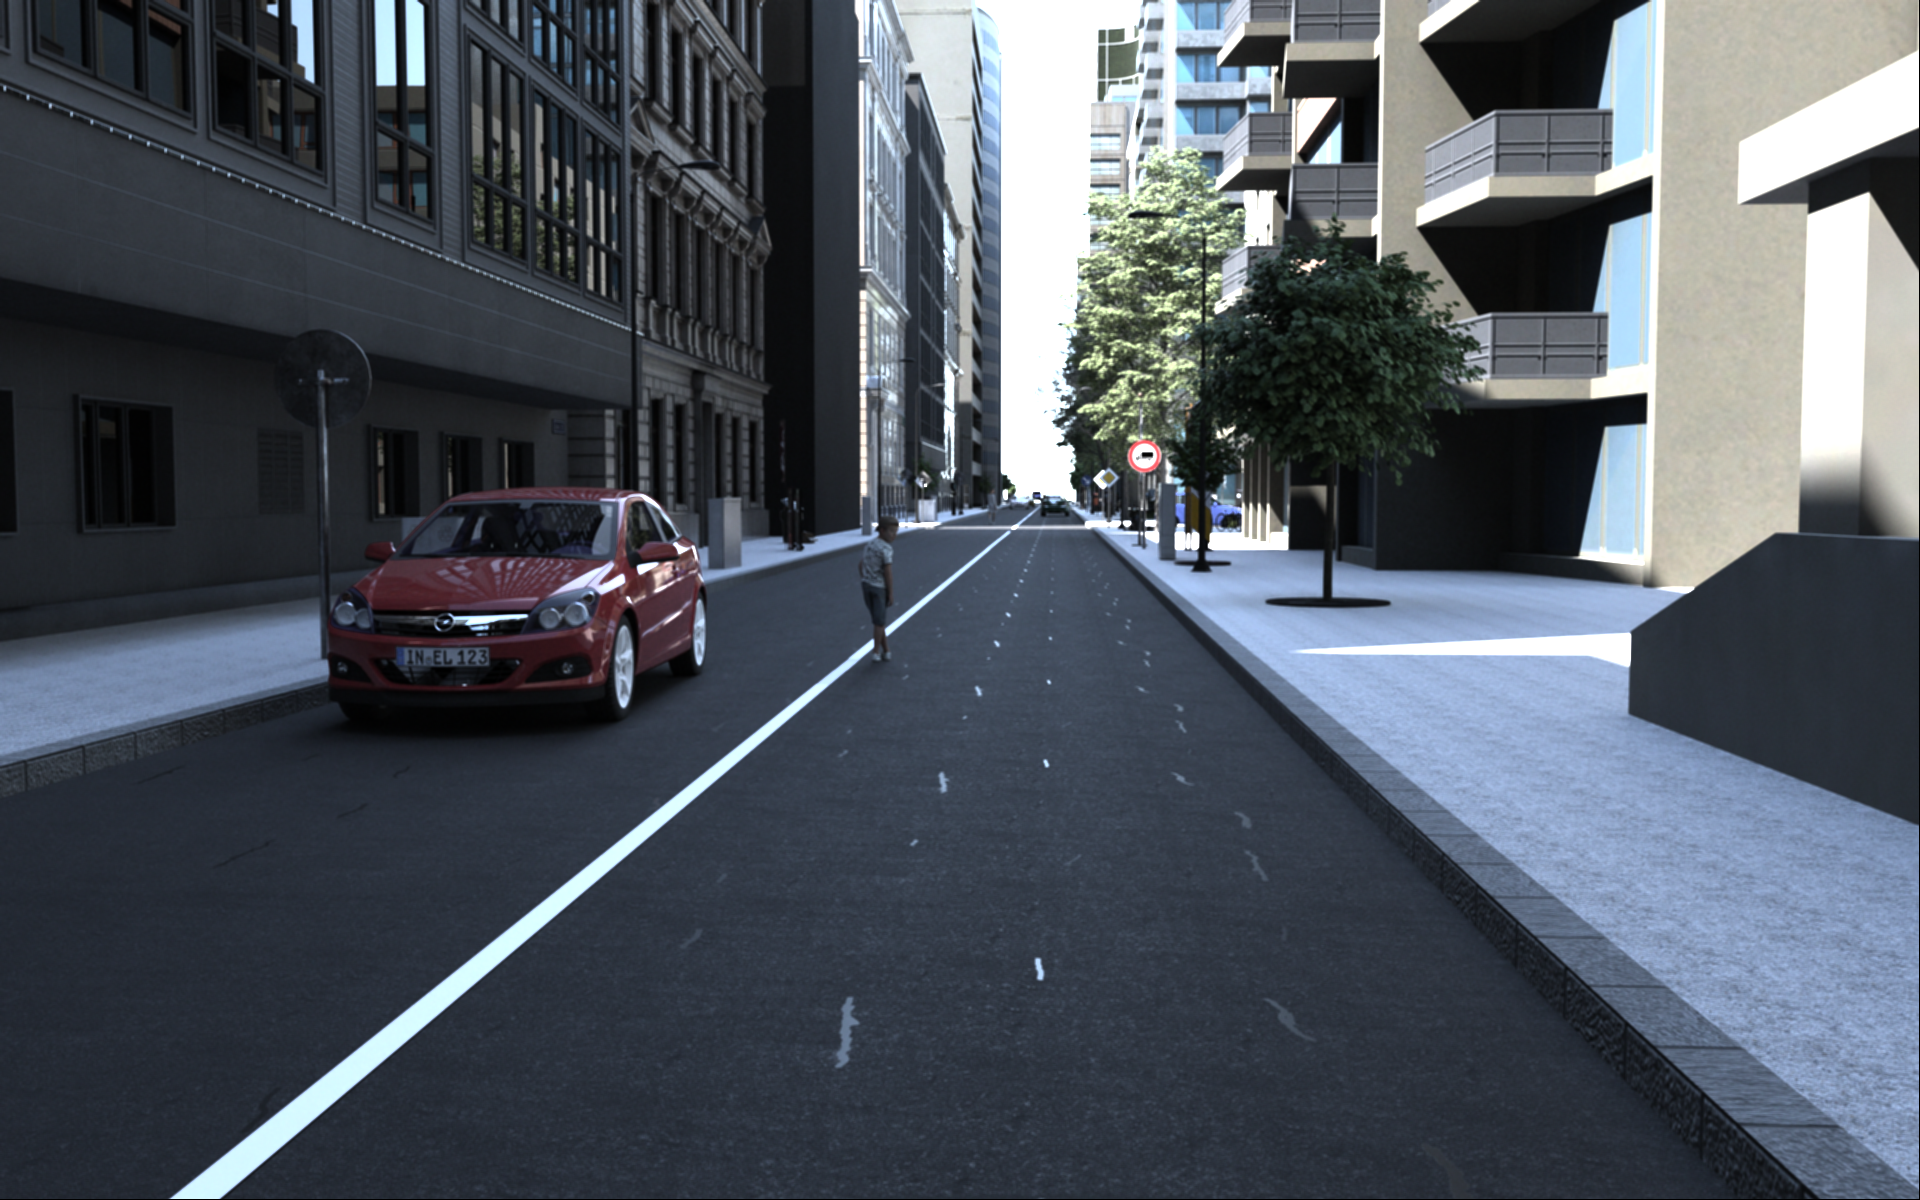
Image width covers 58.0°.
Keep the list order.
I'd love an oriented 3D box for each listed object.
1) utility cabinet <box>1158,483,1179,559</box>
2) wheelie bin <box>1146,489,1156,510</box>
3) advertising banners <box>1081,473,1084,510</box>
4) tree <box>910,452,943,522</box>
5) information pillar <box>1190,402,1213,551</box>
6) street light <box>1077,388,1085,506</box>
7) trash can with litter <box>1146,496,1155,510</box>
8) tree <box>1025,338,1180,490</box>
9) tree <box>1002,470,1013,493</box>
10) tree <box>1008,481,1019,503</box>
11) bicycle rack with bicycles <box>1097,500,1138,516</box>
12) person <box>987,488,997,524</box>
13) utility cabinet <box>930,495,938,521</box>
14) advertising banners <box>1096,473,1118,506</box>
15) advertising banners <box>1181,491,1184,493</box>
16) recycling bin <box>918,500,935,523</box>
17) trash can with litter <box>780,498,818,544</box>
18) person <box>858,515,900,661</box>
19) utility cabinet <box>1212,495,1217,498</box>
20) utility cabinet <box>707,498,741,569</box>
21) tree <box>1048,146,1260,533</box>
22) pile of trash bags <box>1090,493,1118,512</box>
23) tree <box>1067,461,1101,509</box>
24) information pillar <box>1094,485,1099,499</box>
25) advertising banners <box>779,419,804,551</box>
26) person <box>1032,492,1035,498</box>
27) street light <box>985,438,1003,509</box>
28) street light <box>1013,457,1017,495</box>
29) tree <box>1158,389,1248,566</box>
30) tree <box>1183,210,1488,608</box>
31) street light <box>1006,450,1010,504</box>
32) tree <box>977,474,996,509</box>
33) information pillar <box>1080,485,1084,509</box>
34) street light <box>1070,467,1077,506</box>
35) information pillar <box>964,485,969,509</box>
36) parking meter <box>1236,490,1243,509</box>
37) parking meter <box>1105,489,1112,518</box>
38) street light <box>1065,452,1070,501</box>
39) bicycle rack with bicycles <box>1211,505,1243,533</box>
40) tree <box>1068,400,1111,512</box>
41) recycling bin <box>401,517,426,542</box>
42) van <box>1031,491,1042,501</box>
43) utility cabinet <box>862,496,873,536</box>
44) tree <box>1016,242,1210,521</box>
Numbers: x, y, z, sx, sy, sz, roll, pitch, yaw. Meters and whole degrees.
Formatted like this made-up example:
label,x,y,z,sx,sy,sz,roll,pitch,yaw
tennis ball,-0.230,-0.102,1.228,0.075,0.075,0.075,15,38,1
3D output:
label,x,y,z,sx,sy,sz,roll,pitch,yaw
utility cabinet,4.101,-1.563,34.227,0.318,1.500,1.173,0,4,4
wheelie bin,12.297,-6.289,110.732,0.980,1.594,0.693,-1,4,-18
advertising banners,9.936,-8.817,140.338,0.090,3.025,2.074,1,4,10
tree,-1.585,-5.150,78.800,1.663,3.219,1.824,0,3,0
information pillar,5.434,-2.911,38.952,0.504,3.616,0.183,-1,4,-18
street light,5.976,-6.308,75.676,1.470,5.913,1.316,0,4,3
trash can with litter,12.091,-5.985,109.236,1.055,1.170,0.624,-3,5,-40
tree,8.053,-9.824,95.029,8.767,10.594,7.601,-1,4,-13
tree,5.319,-14.742,224.752,4.285,4.588,4.351,0,3,0
tree,7.839,-15.869,254.059,1.663,3.219,1.824,0,3,0
bicycle rack with bicycles,9.266,-5.433,102.216,2.852,0.926,2.925,0,4,-7
person,1.521,-4.447,81.966,0.466,1.731,0.760,0,4,6
utility cabinet,-1.242,-4.363,82.500,0.306,1.237,1.020,0,4,-5
advertising banners,12.004,-8.852,140.916,2.074,3.025,0.090,-1,4,-19
advertising banners,13.587,-6.659,105.066,0.090,3.025,2.074,0,4,-1
recycling bin,-1.479,-3.919,76.635,0.722,1.027,0.722,0,4,2
trash can with litter,-4.182,-2.071,45.242,1.055,1.170,0.624,2,4,32
person,-0.696,-0.106,14.912,0.352,1.250,0.332,0,4,-5
utility cabinet,14.900,-5.684,104.094,1.020,1.237,0.306,0,4,-4
utility cabinet,-4.093,-1.159,30.105,0.306,1.237,1.020,1,4,10
tree,6.803,-8.468,56.586,7.486,12.596,7.792,0,3,0
pile of trash bags,10.221,-7.031,124.703,1.912,1.369,3.447,1,4,23
tree,10.827,-10.171,150.003,4.285,4.588,4.351,0,3,0
information pillar,10.798,-8.104,136.985,0.304,2.012,0.304,-1,4,-9
advertising banners,-3.887,-2.668,39.813,0.090,3.025,2.074,-1,4,-19
person,9.836,-13.719,233.614,0.445,1.727,0.742,2,4,24
street light,2.774,-10.812,149.325,1.470,5.913,1.316,0,4,3
street light,6.515,-15.079,219.080,1.470,5.913,1.316,0,4,3
tree,4.339,-2.256,31.490,1.663,3.219,1.824,0,3,0
tree,4.327,-2.223,20.062,4.285,4.588,4.351,0,3,0
street light,4.648,-12.944,184.170,1.470,5.913,1.316,0,4,3
tree,2.324,-9.663,152.593,1.663,3.219,1.824,0,3,0
information pillar,10.194,-8.606,145.195,0.304,2.012,0.304,0,4,-6
street light,7.974,-8.469,111.012,1.470,5.913,1.316,0,4,3
information pillar,0.519,-8.713,146.952,0.304,2.012,0.304,-3,4,-36
parking meter,15.506,-5.358,96.013,0.372,1.533,0.369,0,3,0
parking meter,7.908,-5.125,92.211,0.372,1.533,0.369,0,3,0
street light,10.329,-11.094,153.931,1.470,5.913,1.316,0,4,3
bicycle rack with bicycles,8.945,-2.725,57.930,2.852,0.926,2.925,-1,4,-9
tree,9.141,-10.472,121.577,4.737,8.622,4.395,0,3,0
recycling bin,-5.525,-0.375,18.691,0.722,1.027,0.722,1,4,13
van,13.310,-18.175,301.548,2.240,2.365,5.245,0,4,2
utility cabinet,-2.890,-2.624,54.071,0.306,1.237,1.020,0,3,0
tree,7.858,-10.555,82.941,12.009,13.543,11.850,0,3,0
